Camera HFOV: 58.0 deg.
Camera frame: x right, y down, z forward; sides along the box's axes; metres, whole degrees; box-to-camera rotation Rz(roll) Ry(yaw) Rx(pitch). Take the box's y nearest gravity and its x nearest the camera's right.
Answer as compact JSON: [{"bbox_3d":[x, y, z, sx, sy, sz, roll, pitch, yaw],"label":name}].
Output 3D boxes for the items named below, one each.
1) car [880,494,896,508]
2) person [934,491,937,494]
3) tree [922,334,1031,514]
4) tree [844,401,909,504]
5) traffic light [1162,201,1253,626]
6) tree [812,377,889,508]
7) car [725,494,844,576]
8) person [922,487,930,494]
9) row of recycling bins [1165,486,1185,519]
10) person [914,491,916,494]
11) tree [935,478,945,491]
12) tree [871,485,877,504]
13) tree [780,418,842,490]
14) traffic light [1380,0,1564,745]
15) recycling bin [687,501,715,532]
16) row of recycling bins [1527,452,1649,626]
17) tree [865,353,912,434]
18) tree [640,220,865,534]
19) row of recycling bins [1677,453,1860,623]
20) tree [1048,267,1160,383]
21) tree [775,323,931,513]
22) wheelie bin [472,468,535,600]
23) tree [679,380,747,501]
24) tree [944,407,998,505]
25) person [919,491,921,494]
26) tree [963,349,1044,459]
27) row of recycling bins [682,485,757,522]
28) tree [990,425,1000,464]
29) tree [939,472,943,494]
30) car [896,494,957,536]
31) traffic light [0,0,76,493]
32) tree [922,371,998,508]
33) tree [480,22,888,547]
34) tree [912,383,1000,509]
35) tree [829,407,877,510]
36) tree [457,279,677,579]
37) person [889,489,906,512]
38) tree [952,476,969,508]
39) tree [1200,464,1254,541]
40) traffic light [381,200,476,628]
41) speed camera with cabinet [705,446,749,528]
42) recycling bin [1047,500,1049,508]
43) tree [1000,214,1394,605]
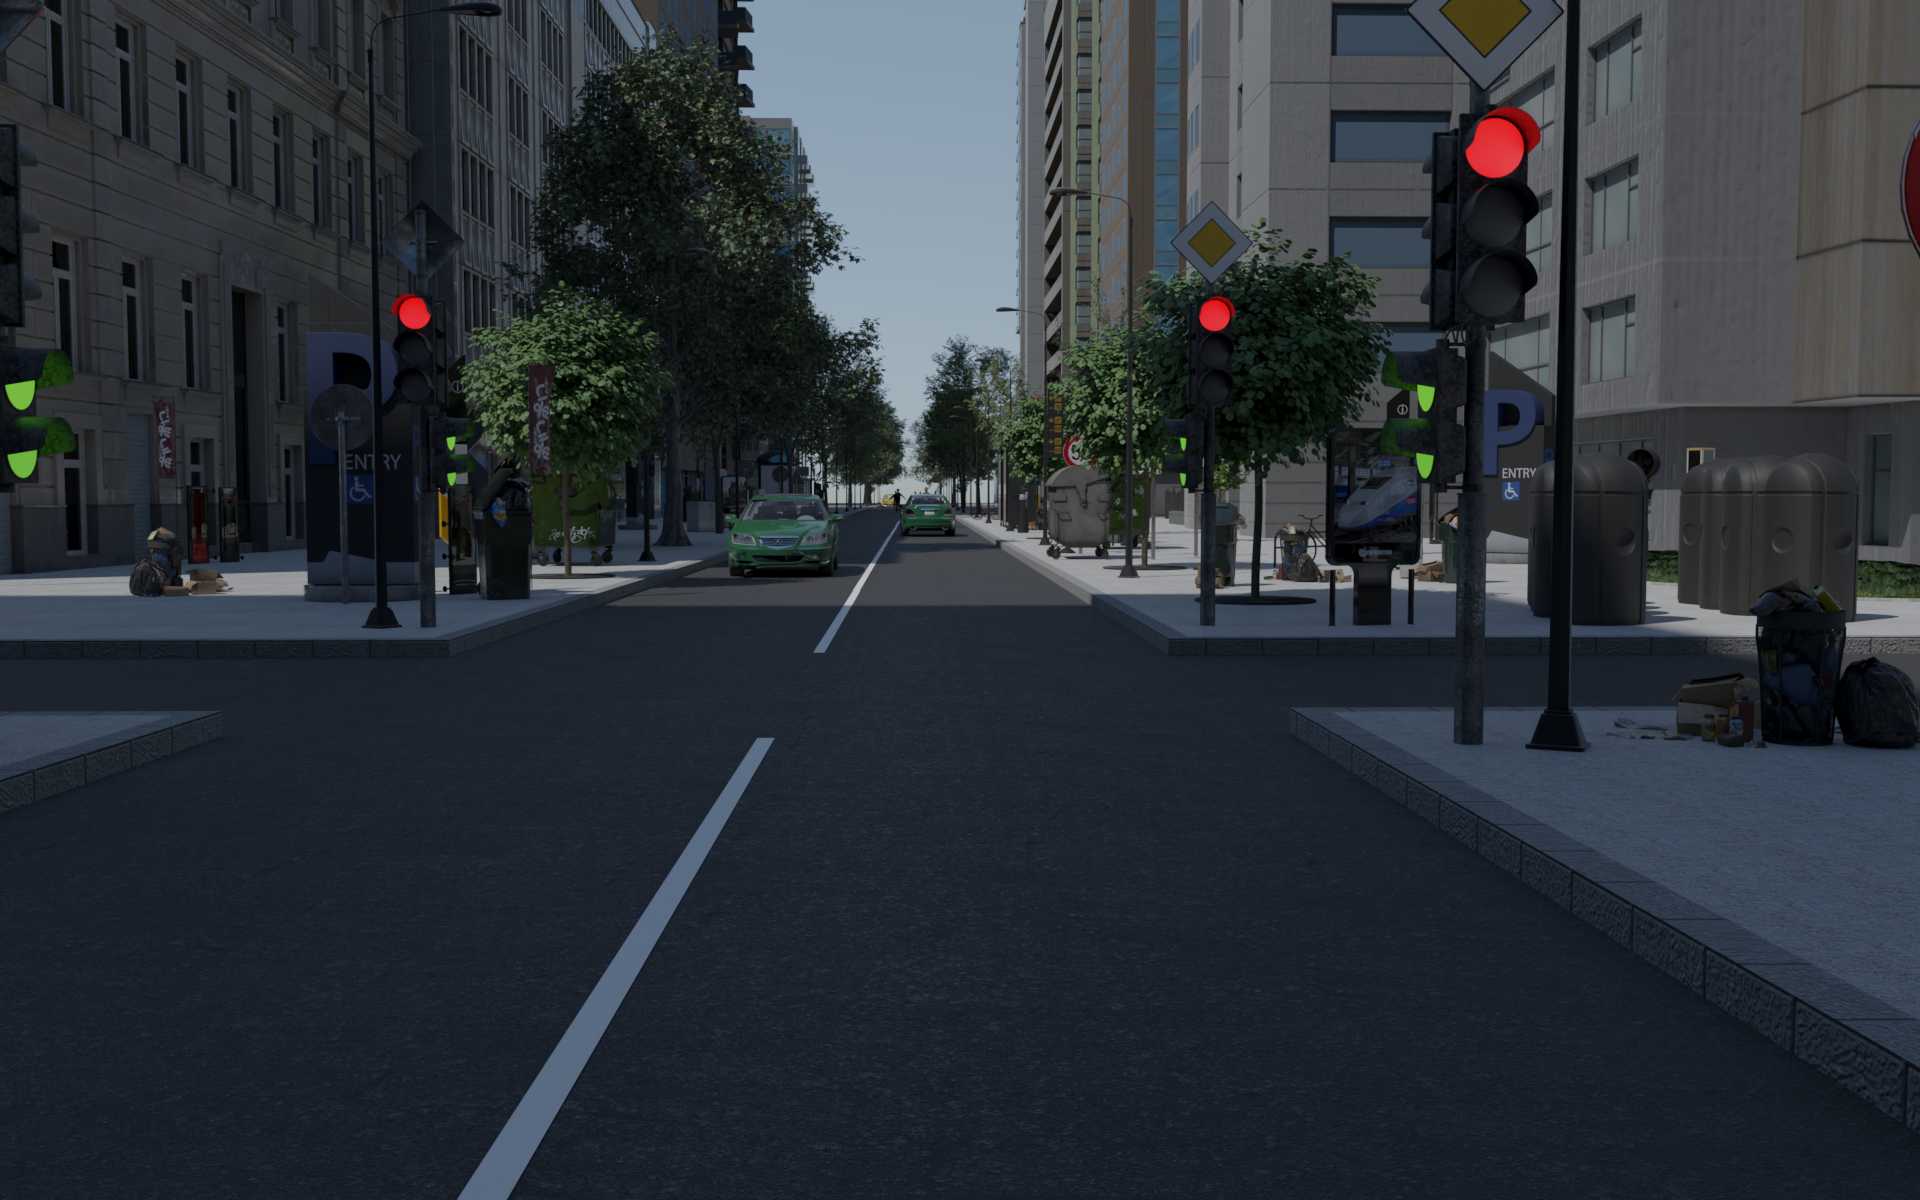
[{"bbox_3d":[-7.161,-10.260,177.974,2.015,1.641,3.980,0,4,-1],"label":"car"},{"bbox_3d":[-2.049,-8.213,143.718,0.436,1.711,0.756,3,4,39],"label":"person"},{"bbox_3d":[1.066,-11.457,113.070,9.928,11.665,9.643,0,3,0],"label":"tree"},{"bbox_3d":[-11.240,-18.977,216.932,9.857,13.997,8.962,0,3,0],"label":"tree"},{"bbox_3d":[2.398,-1.705,16.792,0.839,4.253,0.868,0,4,-1],"label":"traffic light"},{"bbox_3d":[-10.538,-15.065,164.436,7.486,12.596,7.792,0,3,0],"label":"tree"},{"bbox_3d":[-3.182,-1.219,31.731,2.131,1.459,4.920,0,4,-2],"label":"car"},{"bbox_3d":[-1.886,-5.409,96.878,1.348,1.831,0.705,0,4,-4],"label":"person"},{"bbox_3d":[11.490,-4.959,88.194,1.069,1.692,3.534,-1,4,-21],"label":"row of recycling bins"},{"bbox_3d":[-6.005,-13.580,230.557,0.705,1.821,1.348,1,4,10],"label":"person"},{"bbox_3d":[-2.446,-17.808,241.515,4.360,8.622,3.978,0,3,0],"label":"tree"},{"bbox_3d":[-12.290,-14.753,235.811,1.663,3.219,1.824,0,3,0],"label":"tree"},{"bbox_3d":[-8.360,-9.072,98.686,4.737,8.622,4.395,0,3,0],"label":"tree"},{"bbox_3d":[2.600,-1.216,8.809,0.839,4.253,0.868,0,4,-1],"label":"traffic light"},{"bbox_3d":[-8.805,-2.833,58.871,0.722,1.027,0.722,-3,5,-43],"label":"recycling bin"},{"bbox_3d":[6.602,-0.695,18.477,1.069,1.692,3.534,1,4,13],"label":"row of recycling bins"},{"bbox_3d":[-6.989,-8.459,72.724,8.767,10.594,7.601,0,4,6],"label":"tree"},{"bbox_3d":[-7.764,-7.446,56.157,8.767,10.594,7.601,0,4,0],"label":"tree"},{"bbox_3d":[8.686,-0.717,18.834,1.069,1.692,3.534,0,4,6],"label":"row of recycling bins"},{"bbox_3d":[4.951,-6.413,55.219,4.360,8.622,3.978,0,3,0],"label":"tree"},{"bbox_3d":[-9.250,-12.720,118.347,12.009,13.543,11.850,0,3,0],"label":"tree"},{"bbox_3d":[-5.583,-0.816,21.252,0.693,1.594,0.980,-2,4,-26],"label":"wheelie bin"},{"bbox_3d":[-12.262,-8.091,82.648,4.737,8.622,4.395,0,3,0],"label":"tree"},{"bbox_3d":[-0.479,-15.786,175.101,9.611,12.733,9.660,0,3,0],"label":"tree"},{"bbox_3d":[-4.588,-11.707,200.638,1.217,1.736,0.721,0,4,-6],"label":"person"},{"bbox_3d":[2.381,-8.445,88.446,4.737,8.622,4.395,0,3,0],"label":"tree"},{"bbox_3d":[-10.930,-4.398,79.026,3.534,1.692,1.069,-1,4,-11],"label":"row of recycling bins"},{"bbox_3d":[3.103,-2.805,29.578,4.285,4.588,4.351,0,3,0],"label":"tree"},{"bbox_3d":[-2.648,-19.415,227.806,12.009,13.543,11.850,0,3,0],"label":"tree"},{"bbox_3d":[-1.131,-2.946,59.969,2.131,1.459,4.920,0,4,-3],"label":"car"},{"bbox_3d":[-4.908,-1.204,8.604,0.839,4.253,0.868,0,4,-1],"label":"traffic light"},{"bbox_3d":[-0.029,-14.696,158.408,7.486,12.596,7.792,0,3,0],"label":"tree"},{"bbox_3d":[-7.038,-7.683,42.629,9.611,12.733,9.660,0,3,0],"label":"tree"},{"bbox_3d":[0.118,-12.829,144.160,8.767,10.594,7.601,-1,4,-20],"label":"tree"},{"bbox_3d":[-8.671,-11.361,136.117,4.360,8.622,3.978,0,3,0],"label":"tree"},{"bbox_3d":[-5.983,-2.626,26.655,4.285,4.588,4.351,0,3,0],"label":"tree"},{"bbox_3d":[-4.876,-7.829,136.139,1.348,1.869,0.705,0,4,5],"label":"person"},{"bbox_3d":[0.245,-10.437,165.243,1.663,3.219,1.824,0,3,0],"label":"tree"},{"bbox_3d":[7.099,-3.213,47.140,1.663,3.219,1.824,0,3,0],"label":"tree"},{"bbox_3d":[-5.111,-1.692,16.586,0.839,4.253,0.868,0,4,-1],"label":"traffic light"},{"bbox_3d":[-8.791,-4.344,65.361,0.660,3.252,2.038,2,4,29],"label":"speed camera with cabinet"},{"bbox_3d":[3.938,-4.400,84.492,0.722,1.027,0.722,0,4,-8],"label":"recycling bin"},{"bbox_3d":[3.457,-2.250,20.494,4.285,4.588,4.351,0,3,0],"label":"tree"}]
